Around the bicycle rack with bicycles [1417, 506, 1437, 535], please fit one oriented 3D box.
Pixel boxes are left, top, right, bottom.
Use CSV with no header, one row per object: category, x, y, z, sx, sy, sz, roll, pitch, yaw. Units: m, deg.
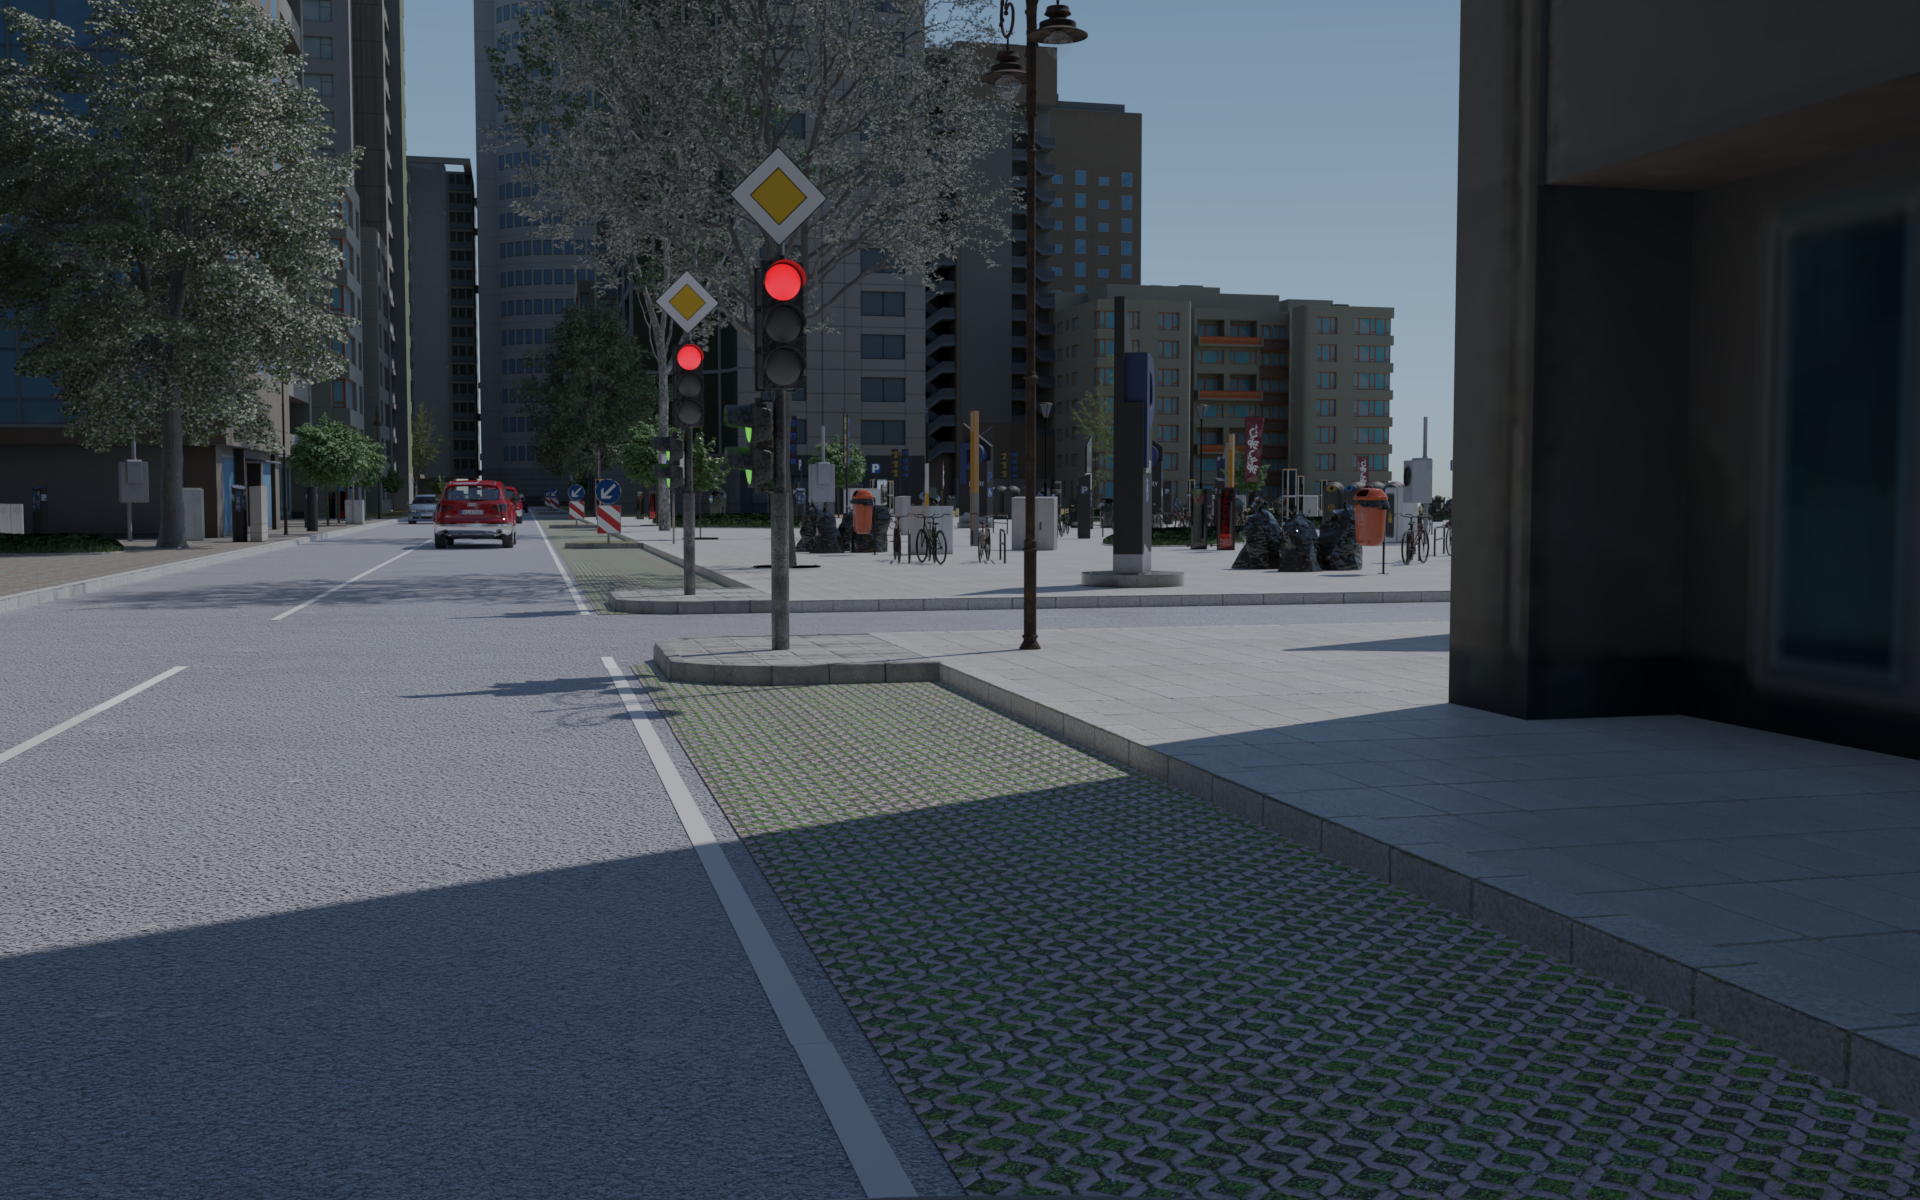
bicycle rack with bicycles,13.830,-2.506,54.359,2.852,0.926,2.925,3,4,37

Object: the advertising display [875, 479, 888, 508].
advertising display,-3.410,-4.269,75.018,0.123,1.923,0.974,2,4,26

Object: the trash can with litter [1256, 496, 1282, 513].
trash can with litter,12.095,-3.490,68.455,1.055,1.170,0.624,-1,4,-19

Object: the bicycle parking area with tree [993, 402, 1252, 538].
bicycle parking area with tree,5.199,-4.138,54.665,8.231,4.147,9.016,0,4,0

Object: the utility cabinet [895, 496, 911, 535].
utility cabinet,-1.805,-2.636,54.263,0.306,1.237,1.020,-1,4,-14

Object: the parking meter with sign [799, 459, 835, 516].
parking meter with sign,-7.163,-5.533,86.727,1.738,3.016,0.543,-1,4,-22

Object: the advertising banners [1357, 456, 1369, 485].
advertising banners,19.252,-5.094,79.473,2.074,3.025,0.090,0,4,1

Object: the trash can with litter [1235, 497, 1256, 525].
trash can with litter,10.484,-3.275,64.941,0.624,1.170,1.055,-1,4,-13

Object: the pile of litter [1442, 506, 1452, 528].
pile of litter,18.811,-3.155,65.553,1.176,0.858,1.719,-1,4,-23

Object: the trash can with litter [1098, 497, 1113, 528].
trash can with litter,5.488,-3.335,65.907,0.624,1.170,1.055,0,4,-4

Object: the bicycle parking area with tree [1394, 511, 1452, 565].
bicycle parking area with tree,12.577,-2.815,33.032,8.231,4.147,9.016,2,4,35

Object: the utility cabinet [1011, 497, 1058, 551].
utility cabinet,1.698,-1.738,39.580,1.020,1.237,0.306,1,4,21

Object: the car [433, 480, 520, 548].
car,-13.202,-2.363,47.312,2.281,1.827,5.304,-1,4,-13

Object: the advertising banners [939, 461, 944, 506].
advertising banners,-0.928,-5.707,89.505,0.090,3.025,2.074,0,4,5

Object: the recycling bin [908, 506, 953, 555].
recycling bin,-0.631,-1.490,36.911,0.722,1.027,0.722,-3,5,-44

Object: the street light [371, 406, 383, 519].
street light,-29.929,-7.112,89.074,0.468,5.910,1.993,-1,4,-14

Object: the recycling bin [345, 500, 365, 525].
recycling bin,-25.548,-3.704,73.107,0.722,1.027,0.722,-1,4,-15

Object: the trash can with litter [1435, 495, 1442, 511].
trash can with litter,29.706,-5.885,107.279,1.678,1.210,2.233,-1,4,-18

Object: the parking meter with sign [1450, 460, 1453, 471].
parking meter with sign,25.636,-5.675,89.043,0.543,3.016,1.738,2,4,27

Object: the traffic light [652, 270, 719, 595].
traffic light,-3.460,-2.019,21.928,0.839,4.253,0.868,-1,4,-14

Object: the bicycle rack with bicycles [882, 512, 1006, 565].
bicycle rack with bicycles,-0.203,-1.177,32.631,2.852,0.926,2.925,0,4,0

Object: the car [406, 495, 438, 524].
car,-25.791,-4.406,84.037,2.014,1.417,4.499,-1,4,-15

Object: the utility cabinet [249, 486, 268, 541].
utility cabinet,-18.940,-2.328,46.747,0.318,1.500,1.173,-1,4,-15

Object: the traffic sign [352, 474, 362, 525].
traffic sign,-25.444,-4.434,72.605,0.768,2.556,0.104,-1,4,-9

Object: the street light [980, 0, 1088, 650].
street light,0.580,-2.531,14.163,0.468,5.910,1.993,-1,4,-14

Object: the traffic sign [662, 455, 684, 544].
traffic sign,-7.326,-2.577,44.261,0.606,2.300,0.079,-1,4,-8

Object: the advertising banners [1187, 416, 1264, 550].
advertising banners,6.056,-2.651,39.533,2.074,3.025,0.090,3,5,43

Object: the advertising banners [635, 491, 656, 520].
advertising banners,-15.620,-5.596,87.684,0.090,3.025,2.074,3,5,42

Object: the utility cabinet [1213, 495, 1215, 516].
utility cabinet,12.983,-4.722,88.368,1.020,1.237,0.306,0,4,5

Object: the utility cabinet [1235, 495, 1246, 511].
utility cabinet,16.222,-5.486,100.862,0.306,1.237,1.020,-2,4,-33

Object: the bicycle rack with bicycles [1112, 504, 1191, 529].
bicycle rack with bicycles,6.778,-3.025,62.845,2.852,0.926,2.925,-2,4,-30

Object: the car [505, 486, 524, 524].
car,-22.533,-4.659,84.852,2.281,1.827,5.304,-1,4,-16

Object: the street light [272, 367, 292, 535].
street light,-21.157,-4.978,54.185,0.468,5.910,1.993,-1,4,-14

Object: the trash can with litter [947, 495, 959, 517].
trash can with litter,-0.839,-5.245,96.810,2.233,1.210,1.678,1,4,13

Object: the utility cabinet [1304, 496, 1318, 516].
utility cabinet,14.505,-3.767,72.744,1.020,1.237,0.306,1,4,18

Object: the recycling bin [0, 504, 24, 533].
recycling bin,-24.499,-1.942,44.313,0.722,1.027,0.722,2,4,30

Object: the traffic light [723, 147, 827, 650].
traffic light,-1.500,-1.545,14.186,0.839,4.253,0.868,-1,4,-14

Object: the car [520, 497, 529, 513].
car,-34.202,-7.400,133.563,1.945,1.354,3.894,-1,4,-14

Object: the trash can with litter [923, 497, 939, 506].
trash can with litter,-1.143,-3.839,74.155,0.624,1.170,1.055,2,4,26

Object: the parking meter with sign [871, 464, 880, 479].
parking meter with sign,-4.678,-6.240,98.277,0.543,3.016,1.738,-1,4,-10

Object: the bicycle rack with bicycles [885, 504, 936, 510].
bicycle rack with bicycles,-2.012,-3.000,62.431,2.852,0.926,2.925,1,4,17
